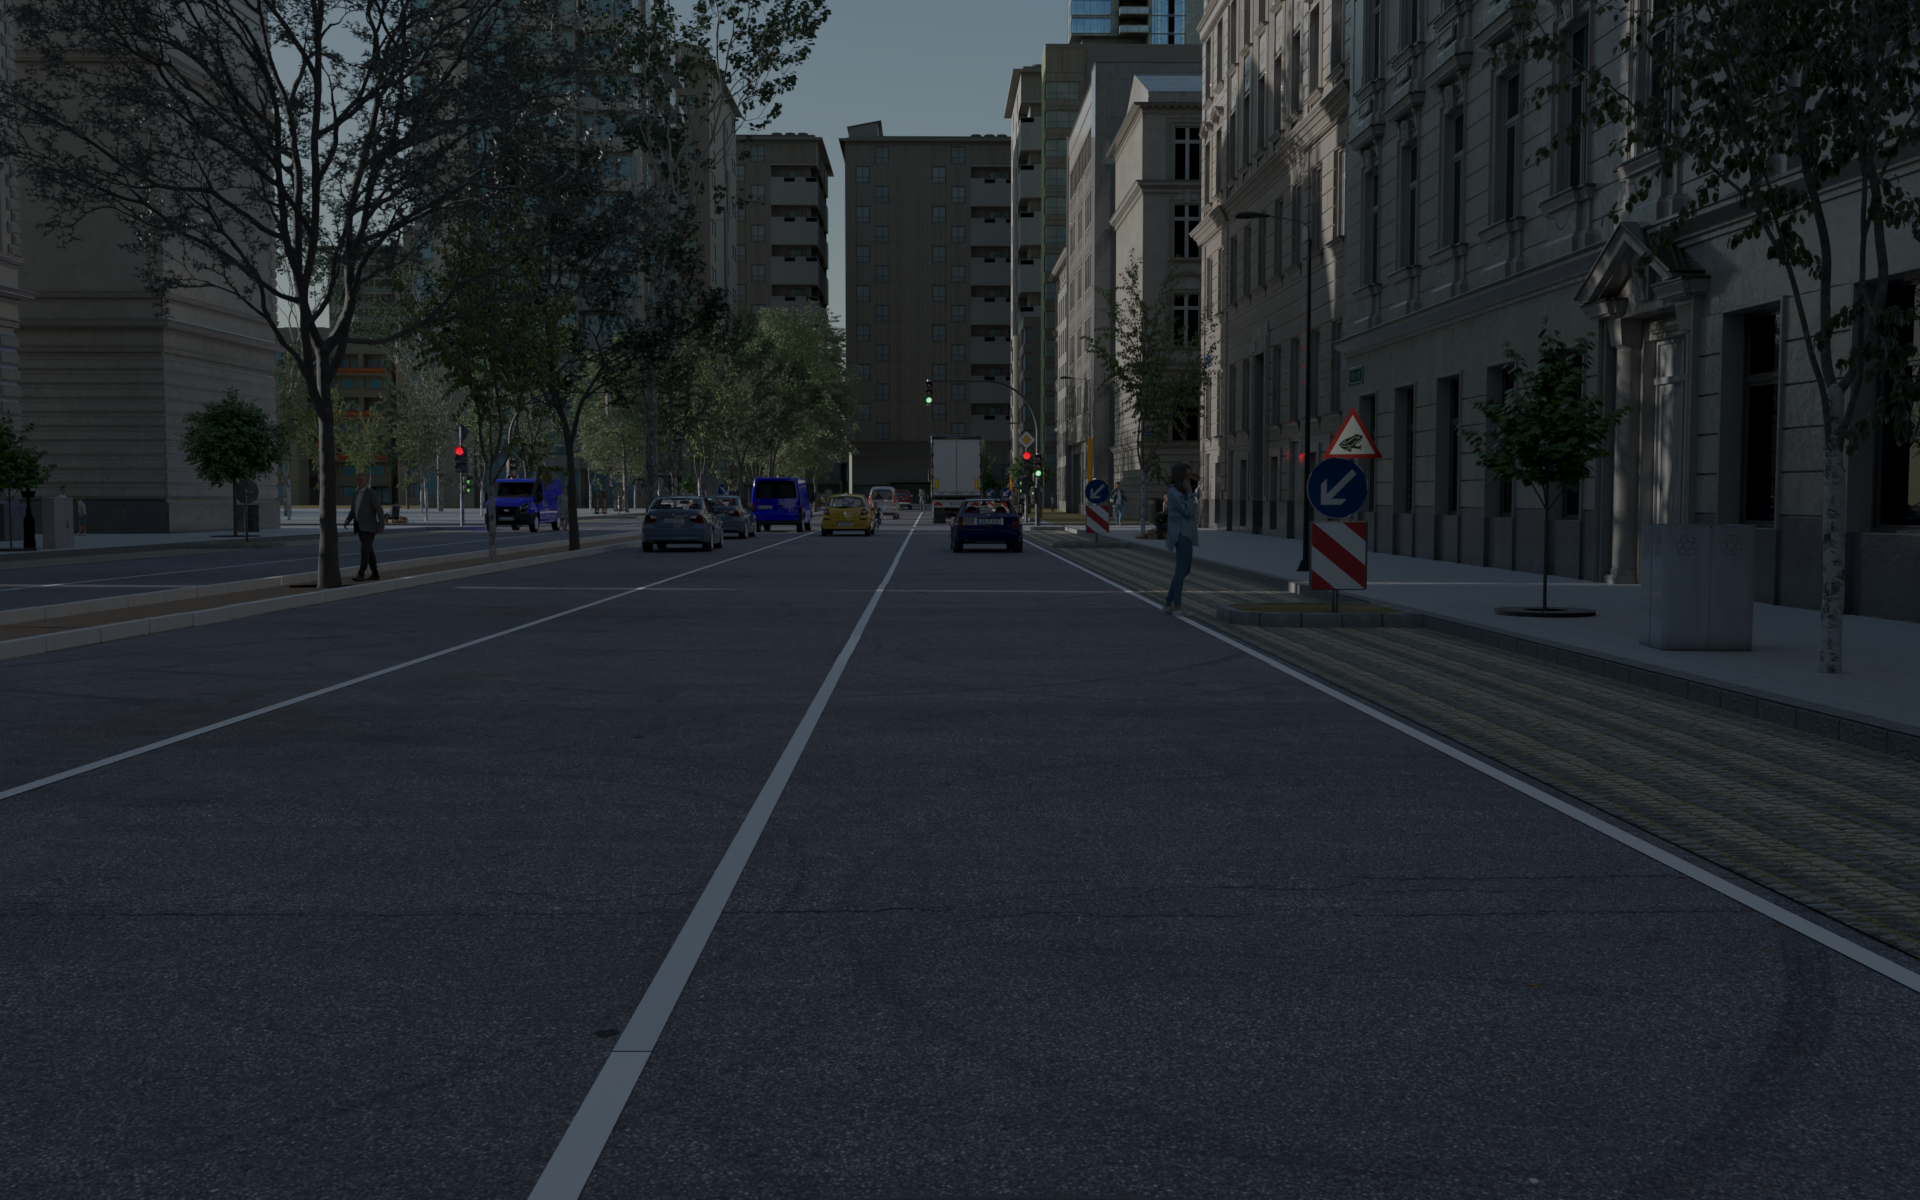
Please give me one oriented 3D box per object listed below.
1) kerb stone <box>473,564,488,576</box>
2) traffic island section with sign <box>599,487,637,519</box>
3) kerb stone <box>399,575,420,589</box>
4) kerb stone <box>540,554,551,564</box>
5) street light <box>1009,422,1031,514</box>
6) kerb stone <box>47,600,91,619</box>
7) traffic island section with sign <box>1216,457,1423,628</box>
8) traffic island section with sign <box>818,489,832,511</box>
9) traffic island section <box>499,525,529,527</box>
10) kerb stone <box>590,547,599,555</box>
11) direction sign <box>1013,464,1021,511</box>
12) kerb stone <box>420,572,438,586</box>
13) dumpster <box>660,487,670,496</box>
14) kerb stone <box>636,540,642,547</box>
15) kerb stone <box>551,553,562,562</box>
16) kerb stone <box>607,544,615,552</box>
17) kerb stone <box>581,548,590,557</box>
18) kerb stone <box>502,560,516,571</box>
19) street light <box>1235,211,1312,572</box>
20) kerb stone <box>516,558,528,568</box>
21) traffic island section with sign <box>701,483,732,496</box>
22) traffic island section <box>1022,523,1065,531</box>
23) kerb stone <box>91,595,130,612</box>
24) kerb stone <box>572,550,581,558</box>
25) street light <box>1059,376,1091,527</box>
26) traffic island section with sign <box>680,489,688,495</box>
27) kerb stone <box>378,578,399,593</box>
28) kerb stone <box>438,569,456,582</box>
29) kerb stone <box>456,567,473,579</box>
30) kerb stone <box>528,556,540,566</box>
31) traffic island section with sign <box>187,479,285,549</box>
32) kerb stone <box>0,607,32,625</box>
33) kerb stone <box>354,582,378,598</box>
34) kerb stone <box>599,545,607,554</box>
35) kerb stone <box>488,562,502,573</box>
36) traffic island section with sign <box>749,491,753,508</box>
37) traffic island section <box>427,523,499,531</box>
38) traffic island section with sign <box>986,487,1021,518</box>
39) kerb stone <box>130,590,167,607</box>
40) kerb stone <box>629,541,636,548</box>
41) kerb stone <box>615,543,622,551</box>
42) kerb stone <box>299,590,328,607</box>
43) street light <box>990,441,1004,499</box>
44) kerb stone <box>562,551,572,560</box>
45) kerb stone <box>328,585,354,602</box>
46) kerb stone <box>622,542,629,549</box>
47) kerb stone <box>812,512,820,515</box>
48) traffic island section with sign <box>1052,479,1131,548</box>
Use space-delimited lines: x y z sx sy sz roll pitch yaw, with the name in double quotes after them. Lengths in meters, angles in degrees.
-8.557 -0.505 30.518 0.120 0.150 1.000 0 4 -1 "kerb stone"
-20.035 -5.684 101.565 1.989 1.847 2.006 0 4 -1 "traffic island section with sign"
-8.488 -0.259 26.424 0.120 0.150 1.000 0 4 -1 "kerb stone"
-8.640 -0.822 35.655 0.120 0.150 1.000 0 4 -1 "kerb stone"
3.873 -8.529 111.985 1.470 5.913 1.316 0 4 -1 "street light"
-10.483 0.124 20.229 0.120 0.150 1.000 0 4 -1 "kerb stone"
3.939 -0.658 19.389 1.989 1.847 2.006 0 4 -1 "traffic island section with sign"
-11.584 -8.793 151.900 2.006 1.907 1.989 0 4 -1 "traffic island section with sign"
-19.954 -3.344 76.959 2.009 0.180 2.903 0 4 -1 "traffic island section"
-8.718 -1.135 40.780 0.120 0.150 1.000 0 4 -1 "kerb stone"
4.364 -8.360 128.679 0.876 3.537 0.379 1 4 19 "direction sign"
-8.513 -0.322 27.452 0.120 0.150 1.000 0 4 -1 "kerb stone"
-22.827 -7.723 132.028 1.264 1.857 1.865 0 4 -1 "dumpster"
-8.813 -1.513 46.927 0.120 0.150 1.000 0 4 -1 "kerb stone"
-8.656 -0.883 36.679 0.120 0.150 1.000 0 4 -1 "kerb stone"
-8.754 -1.262 42.827 0.120 0.150 1.000 0 4 -1 "kerb stone"
-8.704 -1.074 39.757 0.120 0.150 1.000 0 4 -1 "kerb stone"
-8.581 -0.634 32.575 0.120 0.150 1.000 0 4 -1 "kerb stone"
5.210 -3.429 28.601 1.470 5.913 1.316 0 4 -1 "street light"
-8.603 -0.698 33.602 0.120 0.150 1.000 0 4 -1 "kerb stone"
-10.345 -4.198 76.772 2.006 1.907 1.989 0 4 -1 "traffic island section with sign"
3.115 -2.879 69.344 2.009 0.180 2.903 0 4 -1 "traffic island section"
-10.507 0.058 21.251 0.120 0.150 1.000 0 4 -1 "kerb stone"
-8.690 -1.010 38.730 0.120 0.150 1.000 0 4 -1 "kerb stone"
4.582 -5.857 68.308 1.470 5.913 1.316 0 4 -1 "street light"
-20.483 -7.333 128.516 1.989 1.847 2.006 0 4 -1 "traffic island section with sign"
-8.477 -0.196 25.393 0.120 0.150 1.000 0 4 -1 "kerb stone"
-8.524 -0.384 28.474 0.120 0.150 1.000 0 4 -1 "kerb stone"
-8.534 -0.447 29.496 0.120 0.150 1.000 0 4 -1 "kerb stone"
-8.621 -0.760 34.633 0.120 0.150 1.000 0 4 -1 "kerb stone"
-19.121 -2.285 45.982 1.989 1.847 2.006 0 4 -1 "traffic island section with sign"
-10.466 0.183 19.203 0.120 0.150 1.000 0 4 -1 "kerb stone"
-8.452 -0.133 24.370 0.120 0.150 1.000 0 4 -1 "kerb stone"
-8.742 -1.199 41.801 0.120 0.150 1.000 0 4 -1 "kerb stone"
-8.573 -0.572 31.547 0.120 0.150 1.000 0 4 -1 "kerb stone"
-21.300 -10.444 179.392 1.989 1.847 2.006 0 4 -1 "traffic island section with sign"
-19.823 -2.856 68.975 2.009 0.180 2.903 0 4 -1 "traffic island section"
2.587 -5.728 102.284 1.989 1.847 2.006 0 4 -1 "traffic island section with sign"
-10.519 -0.005 22.274 0.120 0.150 1.000 0 4 -1 "kerb stone"
-8.812 -1.443 45.902 0.120 0.150 1.000 0 4 -1 "kerb stone"
-8.771 -1.324 43.849 0.120 0.150 1.000 0 4 -1 "kerb stone"
-8.419 -0.007 22.327 0.120 0.150 1.000 0 4 -1 "kerb stone"
3.288 -10.964 151.804 1.470 5.913 1.316 0 4 -1 "street light"
-8.670 -0.949 37.708 0.120 0.150 1.000 0 4 -1 "kerb stone"
-8.434 -0.071 23.348 0.120 0.150 1.000 0 4 -1 "kerb stone"
-8.791 -1.387 44.878 0.120 0.150 1.000 0 4 -1 "kerb stone"
-10.017 -5.996 120.223 0.120 0.150 1.000 0 4 -1 "kerb stone"
3.492 -2.307 46.341 1.989 1.847 2.006 0 4 -1 "traffic island section with sign"
